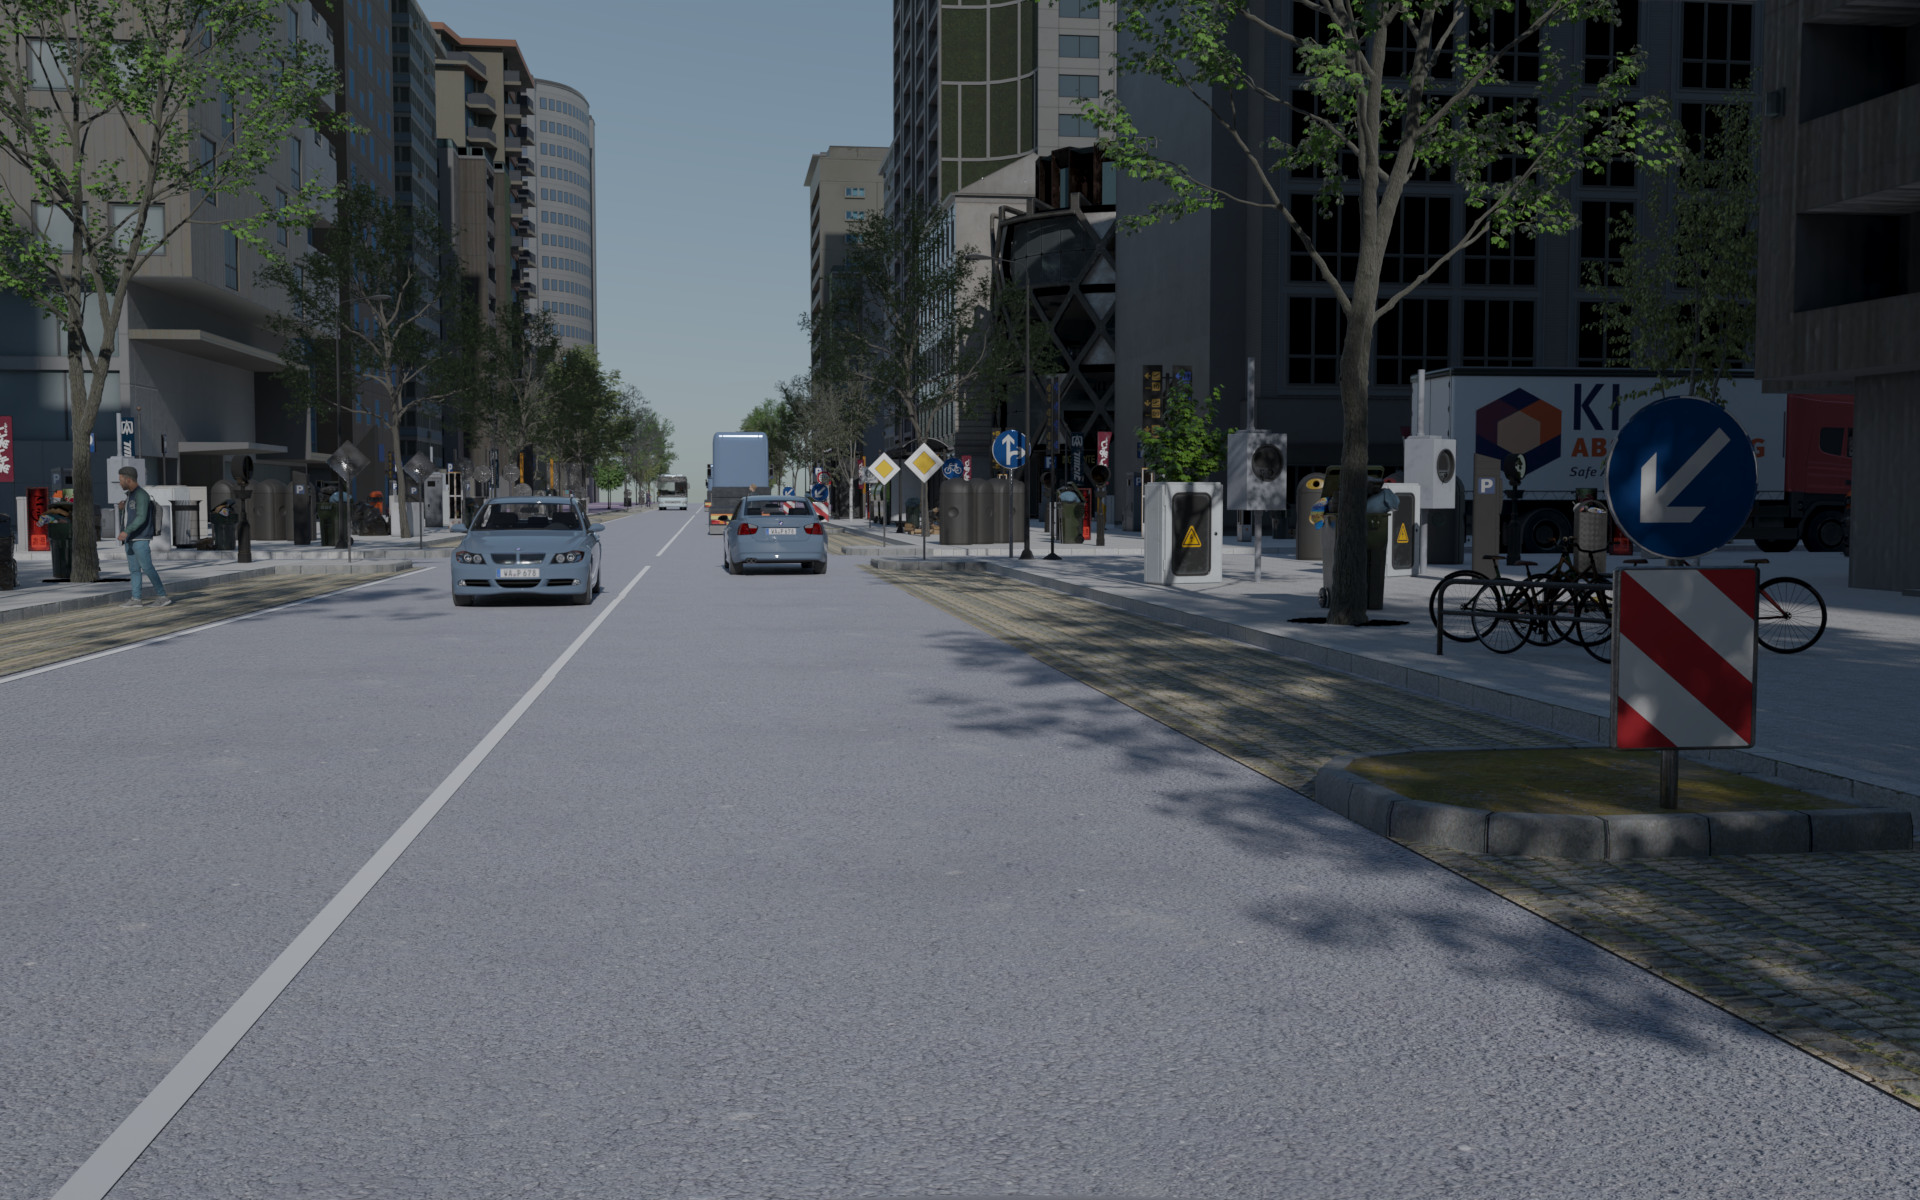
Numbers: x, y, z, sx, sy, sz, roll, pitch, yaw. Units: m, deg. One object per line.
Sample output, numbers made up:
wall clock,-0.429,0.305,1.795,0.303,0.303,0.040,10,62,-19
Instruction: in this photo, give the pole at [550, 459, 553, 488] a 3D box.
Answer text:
pole,-23.404,-6.453,99.343,0.158,3.312,0.155,0,3,0

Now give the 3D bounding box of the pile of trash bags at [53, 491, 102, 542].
pile of trash bags,-23.855,-2.218,46.017,1.912,1.369,3.447,-2,4,-28

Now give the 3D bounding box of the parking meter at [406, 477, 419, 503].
parking meter,-18.409,-3.216,58.294,0.399,1.863,0.255,-3,4,-38

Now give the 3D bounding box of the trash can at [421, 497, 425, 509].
trash can,-29.056,-5.015,93.657,0.748,1.137,0.748,0,3,0

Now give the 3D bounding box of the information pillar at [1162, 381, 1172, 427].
information pillar,4.064,-2.555,33.124,0.183,3.616,0.504,-3,4,-36

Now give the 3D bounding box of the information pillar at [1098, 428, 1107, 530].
information pillar,5.074,-4.316,61.919,0.183,3.616,0.504,-2,4,-25

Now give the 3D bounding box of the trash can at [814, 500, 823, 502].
trash can,-8.077,-5.384,99.676,0.748,1.137,0.748,0,3,0

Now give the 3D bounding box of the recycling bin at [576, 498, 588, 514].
recycling bin,-24.546,-6.093,112.176,0.722,1.027,0.722,1,4,10

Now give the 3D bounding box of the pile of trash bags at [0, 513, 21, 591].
pile of trash bags,-13.384,-0.780,22.508,1.912,1.369,3.447,-1,4,-22

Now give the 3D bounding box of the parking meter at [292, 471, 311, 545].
parking meter,-16.567,-2.319,43.625,0.399,1.863,0.255,0,4,-4

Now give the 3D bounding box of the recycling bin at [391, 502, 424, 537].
recycling bin,-16.655,-2.425,52.208,0.722,1.027,0.722,1,4,13

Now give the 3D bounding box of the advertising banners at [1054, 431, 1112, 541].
advertising banners,3.413,-3.167,47.961,2.074,3.025,0.090,-3,4,-36

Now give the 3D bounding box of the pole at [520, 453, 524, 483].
pole,-21.747,-5.635,85.982,0.158,3.312,0.155,0,3,0

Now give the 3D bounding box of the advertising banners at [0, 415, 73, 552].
advertising banners,-20.550,-2.596,38.631,2.074,3.025,0.090,0,4,-5

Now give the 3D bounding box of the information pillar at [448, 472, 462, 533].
information pillar,-16.855,-3.264,57.853,0.304,2.012,0.304,2,4,29

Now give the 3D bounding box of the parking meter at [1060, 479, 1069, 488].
parking meter,4.207,-3.887,69.266,0.399,1.863,0.255,-3,5,-43

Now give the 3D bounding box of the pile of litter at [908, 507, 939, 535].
pile of litter,-0.955,-2.522,55.198,1.176,0.858,1.719,-2,4,-35

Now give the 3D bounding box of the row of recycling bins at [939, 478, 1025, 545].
row of recycling bins,0.662,-2.305,44.795,1.069,1.692,3.534,2,4,32

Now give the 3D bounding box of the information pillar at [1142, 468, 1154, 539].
information pillar,5.323,-2.726,49.056,0.304,2.012,0.304,1,4,16

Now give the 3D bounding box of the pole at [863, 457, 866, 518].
pole,-5.225,-6.133,94.115,0.158,3.312,0.155,0,3,0

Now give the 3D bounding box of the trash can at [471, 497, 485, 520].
trash can,-20.928,-3.874,74.989,0.748,1.137,0.748,0,3,0

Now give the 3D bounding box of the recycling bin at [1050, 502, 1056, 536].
recycling bin,3.207,-2.459,52.753,0.722,1.027,0.722,-2,4,-30

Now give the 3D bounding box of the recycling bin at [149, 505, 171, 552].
recycling bin,-18.116,-1.610,38.884,0.722,1.027,0.722,-2,4,-24

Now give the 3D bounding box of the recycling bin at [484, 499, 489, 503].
recycling bin,-23.482,-4.545,86.859,0.722,1.027,0.722,-3,5,-40

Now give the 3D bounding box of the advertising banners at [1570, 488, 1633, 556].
advertising banners,13.779,-2.440,36.082,2.074,3.025,0.090,3,5,40

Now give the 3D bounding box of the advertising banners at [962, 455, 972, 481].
advertising banners,0.954,-4.992,77.803,2.074,3.025,0.090,2,4,32

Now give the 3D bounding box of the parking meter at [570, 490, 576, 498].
parking meter,-24.369,-6.157,109.085,0.372,1.533,0.369,0,3,0

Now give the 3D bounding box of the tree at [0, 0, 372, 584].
tree,-12.628,-6.072,25.026,9.928,11.665,9.643,0,3,0

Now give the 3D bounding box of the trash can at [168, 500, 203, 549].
trash can,-18.251,-1.785,40.837,0.748,1.137,0.748,0,3,0

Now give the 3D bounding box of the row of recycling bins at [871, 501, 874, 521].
row of recycling bins,-2.714,-4.732,84.475,3.534,1.692,1.069,-1,4,-20

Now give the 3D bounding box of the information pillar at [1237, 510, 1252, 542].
information pillar,7.633,-2.564,46.416,0.304,2.012,0.304,-1,4,-17

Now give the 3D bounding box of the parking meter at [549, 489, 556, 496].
parking meter,-21.764,-5.140,92.449,0.372,1.533,0.369,0,3,0

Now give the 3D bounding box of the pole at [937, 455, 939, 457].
pole,-1.006,-5.284,80.241,0.158,3.312,0.155,0,3,0

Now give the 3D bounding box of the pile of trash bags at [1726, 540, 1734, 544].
pile of trash bags,18.524,-2.198,45.697,3.447,1.369,1.912,1,4,20

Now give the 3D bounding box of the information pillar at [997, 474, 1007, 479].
information pillar,1.568,-3.677,64.617,0.304,2.012,0.304,-1,4,-13

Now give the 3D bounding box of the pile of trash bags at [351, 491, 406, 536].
pile of trash bags,-18.229,-2.739,54.538,1.912,1.369,3.447,-2,4,-25

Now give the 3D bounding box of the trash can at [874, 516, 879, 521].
trash can,-3.778,-4.314,82.192,0.748,1.137,0.748,0,3,0

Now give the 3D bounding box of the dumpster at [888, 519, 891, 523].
dumpster,-2.825,-4.570,77.219,1.502,2.255,1.985,0,4,-8

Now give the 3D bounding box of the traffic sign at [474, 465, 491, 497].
traffic sign,-20.895,-4.630,75.802,0.768,2.556,0.104,0,4,-6

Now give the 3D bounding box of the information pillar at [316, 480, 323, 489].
information pillar,-34.211,-5.387,92.573,0.304,2.012,0.304,0,4,-4

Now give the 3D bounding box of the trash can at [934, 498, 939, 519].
trash can,-0.531,-2.915,59.319,0.748,1.137,0.748,0,3,0

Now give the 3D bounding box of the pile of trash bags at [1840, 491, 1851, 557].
pile of trash bags,18.979,-1.570,35.417,1.912,1.369,3.447,0,4,3

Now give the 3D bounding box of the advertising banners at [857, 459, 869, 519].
advertising banners,-4.525,-5.602,87.775,0.090,3.025,2.074,3,4,39

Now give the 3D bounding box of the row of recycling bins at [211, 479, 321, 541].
row of recycling bins,-19.299,-2.497,47.940,3.534,1.692,1.069,2,4,24

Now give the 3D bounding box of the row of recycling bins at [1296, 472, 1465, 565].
row of recycling bins,7.916,-1.569,32.769,1.069,1.692,3.534,-3,5,-45

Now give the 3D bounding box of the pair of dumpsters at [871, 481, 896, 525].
pair of dumpsters,-2.847,-4.326,73.226,1.574,2.255,4.437,-1,4,-8

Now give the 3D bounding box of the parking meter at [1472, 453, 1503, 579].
parking meter,7.523,-1.161,24.699,0.399,1.863,0.255,1,4,21

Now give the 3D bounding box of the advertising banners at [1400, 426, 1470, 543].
advertising banners,12.311,-2.980,44.912,2.074,3.025,0.090,-1,4,-16
